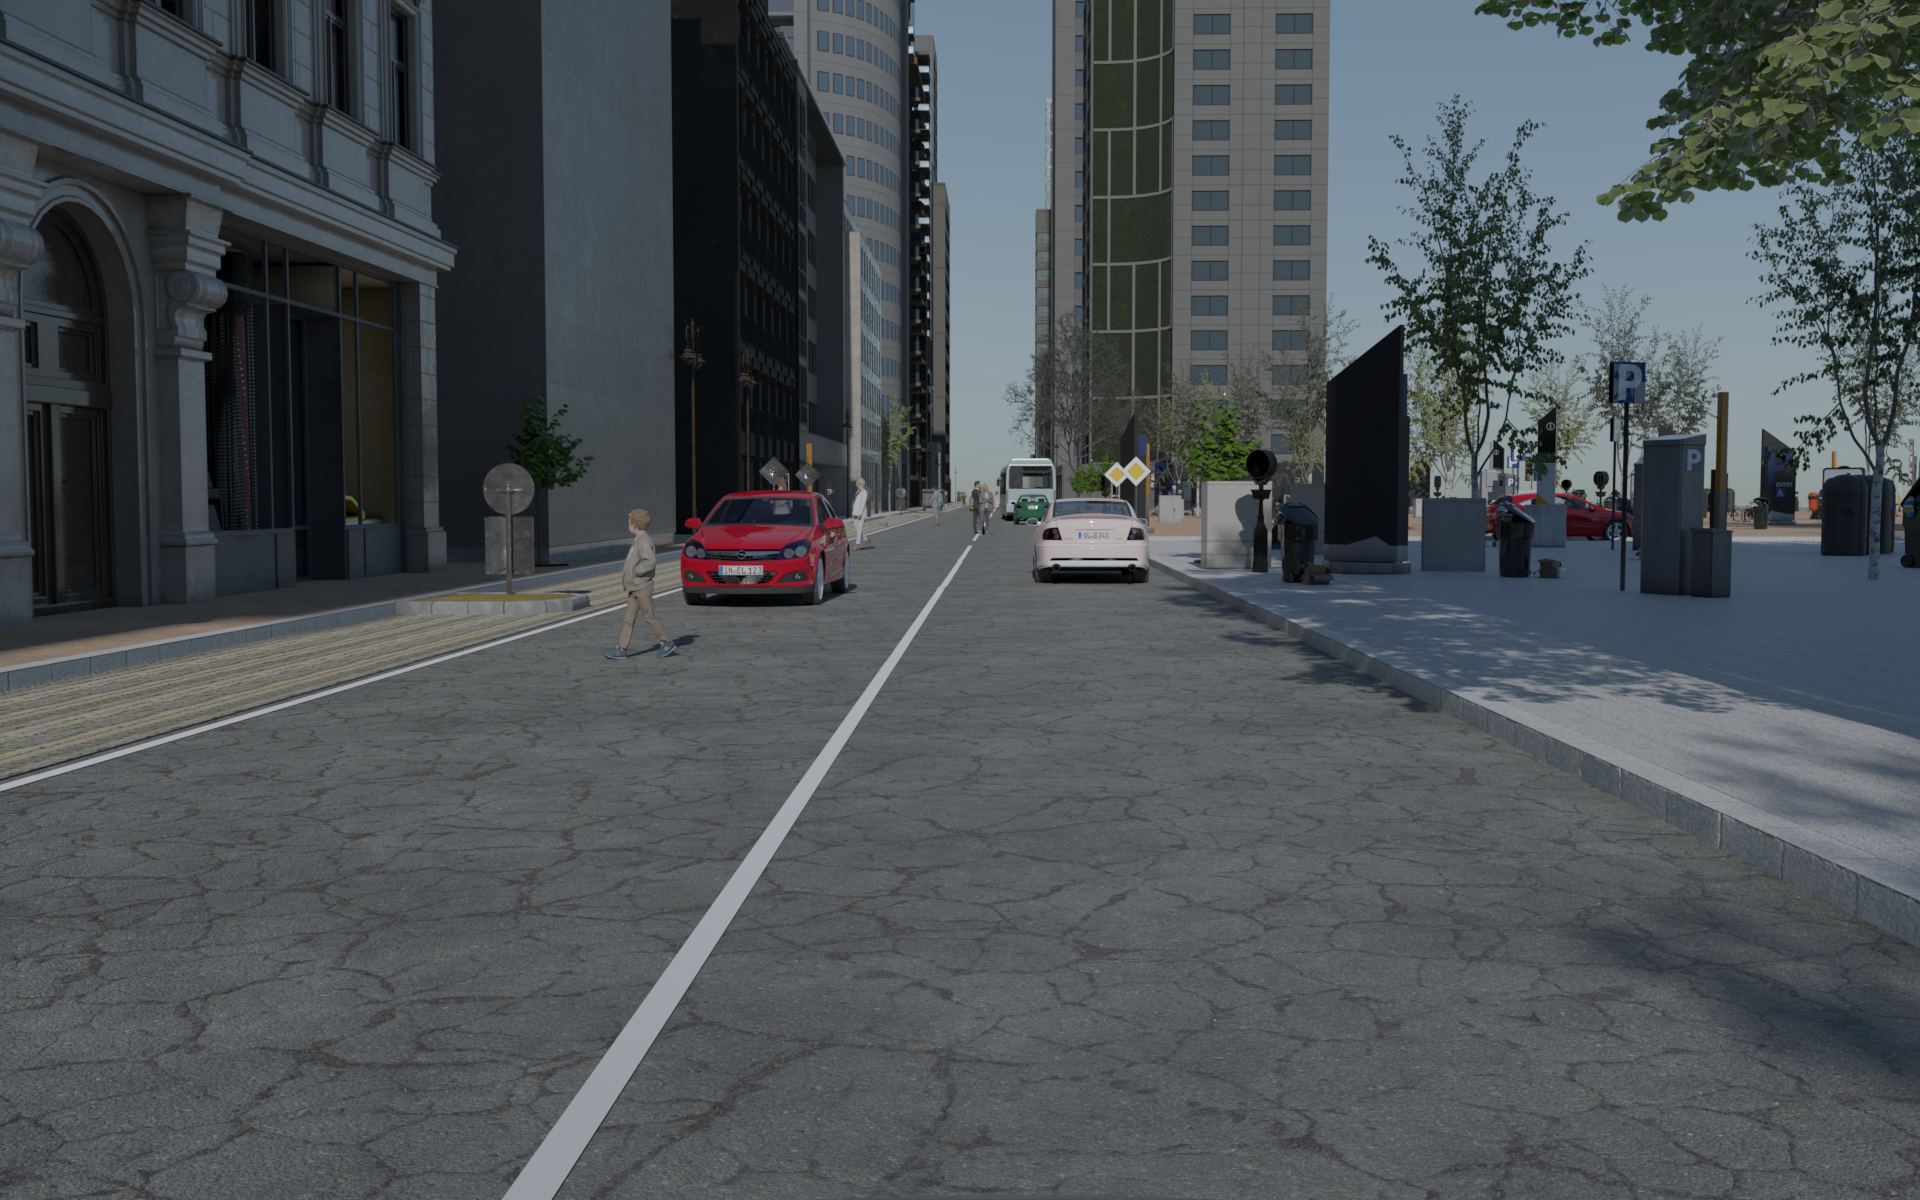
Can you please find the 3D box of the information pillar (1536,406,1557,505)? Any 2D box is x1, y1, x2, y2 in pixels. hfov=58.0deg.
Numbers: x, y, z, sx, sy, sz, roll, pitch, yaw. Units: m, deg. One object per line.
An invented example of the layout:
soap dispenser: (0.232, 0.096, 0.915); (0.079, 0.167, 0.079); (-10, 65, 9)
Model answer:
information pillar: (15.569, -3.339, 45.943); (0.504, 3.616, 0.183); (2, 4, 27)

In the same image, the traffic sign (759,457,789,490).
traffic sign: (-4.995, -2.622, 46.516); (0.795, 2.450, 0.064); (0, 4, 1)

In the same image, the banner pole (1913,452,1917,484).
banner pole: (55.596, -6.786, 100.961); (0.401, 3.779, 0.863); (1, 4, 11)

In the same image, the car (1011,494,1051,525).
car: (3.471, -4.323, 82.471); (2.131, 1.459, 4.920); (0, 4, 2)

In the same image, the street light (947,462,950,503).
street light: (-1.669, -17.049, 251.537); (0.468, 5.910, 1.993); (0, 4, 1)

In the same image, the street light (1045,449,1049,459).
street light: (8.439, -11.984, 168.730); (0.468, 5.910, 1.993); (0, 4, 1)

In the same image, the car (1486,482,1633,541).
car: (17.522, -2.533, 50.452); (4.494, 1.783, 2.155); (0, 4, 1)

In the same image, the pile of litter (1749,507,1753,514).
pile of litter: (48.580, -5.583, 105.239); (1.719, 0.858, 1.176); (-1, 4, -17)

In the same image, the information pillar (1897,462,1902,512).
information pillar: (67.662, -8.153, 124.657); (0.183, 3.616, 0.504); (3, 5, 44)

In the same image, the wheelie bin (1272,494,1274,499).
wheelie bin: (21.503, -6.896, 120.652); (0.693, 1.594, 0.980); (1, 4, 15)

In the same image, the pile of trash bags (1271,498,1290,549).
pile of trash bags: (7.534, -1.843, 39.888); (3.447, 1.369, 1.912); (0, 4, 3)

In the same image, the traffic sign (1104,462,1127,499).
traffic sign: (4.904, -3.094, 54.226); (0.795, 2.450, 0.064); (0, 4, 1)

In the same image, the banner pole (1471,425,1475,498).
banner pole: (18.623, -4.459, 62.922); (0.401, 3.779, 0.863); (1, 4, 17)

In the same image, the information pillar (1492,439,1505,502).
information pillar: (22.958, -5.050, 73.920); (0.504, 3.616, 0.183); (2, 4, 34)

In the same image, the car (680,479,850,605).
car: (-2.600, -0.899, 23.741); (2.155, 1.783, 4.494); (0, 4, 3)

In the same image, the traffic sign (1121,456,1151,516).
traffic sign: (4.695, -2.606, 46.243); (0.795, 2.450, 0.064); (0, 4, 1)

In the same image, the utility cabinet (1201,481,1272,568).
utility cabinet: (4.757, -1.293, 29.824); (1.173, 1.500, 0.318); (-1, 4, -12)

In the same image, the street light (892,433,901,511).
street light: (-4.736, -9.700, 131.389); (0.468, 5.910, 1.993); (0, 4, 1)

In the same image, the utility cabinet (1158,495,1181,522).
utility cabinet: (9.644, -4.185, 79.589); (1.020, 1.237, 0.306); (0, 4, -3)

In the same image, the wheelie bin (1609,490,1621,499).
wheelie bin: (46.026, -6.957, 121.651); (0.693, 1.594, 0.980); (3, 5, 45)

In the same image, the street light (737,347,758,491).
street light: (-6.706, -5.016, 54.798); (0.468, 5.910, 1.993); (0, 4, 1)

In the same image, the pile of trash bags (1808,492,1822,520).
pile of trash bags: (43.500, -4.712, 86.785); (3.447, 1.369, 1.912); (-3, 4, -37)

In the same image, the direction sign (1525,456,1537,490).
direction sign: (34.422, -6.868, 104.284); (0.876, 3.537, 0.379); (-1, 4, -9)

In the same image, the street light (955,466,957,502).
street light: (-0.731, -19.293, 288.231); (0.468, 5.910, 1.993); (0, 4, 1)

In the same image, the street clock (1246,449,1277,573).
street clock: (4.905, -1.447, 28.227); (0.471, 2.002, 0.358); (3, 5, 43)

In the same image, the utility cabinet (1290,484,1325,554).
utility cabinet: (7.551, -1.723, 36.849); (0.318, 1.500, 1.173); (-3, 4, -36)

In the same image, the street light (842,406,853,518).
street light: (-5.934, -7.261, 91.497); (0.468, 5.910, 1.993); (0, 4, 1)

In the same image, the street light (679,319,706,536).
street light: (-7.050, -4.467, 45.815); (0.468, 5.910, 1.993); (0, 4, 1)

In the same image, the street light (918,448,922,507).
street light: (-3.856, -11.969, 168.479); (0.468, 5.910, 1.993); (0, 4, 1)

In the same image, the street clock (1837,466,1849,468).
street clock: (22.552, -2.427, 44.253); (0.471, 2.002, 0.358); (1, 4, 15)

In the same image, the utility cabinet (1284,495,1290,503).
utility cabinet: (21.621, -6.225, 112.942); (1.020, 1.237, 0.306); (-2, 4, -26)

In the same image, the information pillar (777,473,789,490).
information pillar: (-6.281, -3.492, 61.581); (0.304, 2.012, 0.304); (3, 5, 45)

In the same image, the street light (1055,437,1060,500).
street light: (7.374, -9.734, 131.930); (0.468, 5.910, 1.993); (0, 4, 1)

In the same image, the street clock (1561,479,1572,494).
street clock: (29.780, -4.924, 85.078); (0.471, 2.002, 0.358); (3, 5, 43)

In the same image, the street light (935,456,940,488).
street light: (-2.670, -14.780, 214.445); (0.468, 5.910, 1.993); (0, 4, 1)

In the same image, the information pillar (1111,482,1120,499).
information pillar: (5.626, -3.554, 62.592); (0.304, 2.012, 0.304); (0, 4, 7)

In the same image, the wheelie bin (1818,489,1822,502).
wheelie bin: (55.731, -6.348, 111.691); (0.693, 1.594, 0.980); (-2, 4, -31)

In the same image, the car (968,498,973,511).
car: (1.655, -8.223, 144.673); (2.015, 1.641, 3.980); (0, 4, 0)

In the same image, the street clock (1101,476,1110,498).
street clock: (5.707, -3.878, 67.978); (0.358, 2.002, 0.471); (-1, 4, -18)

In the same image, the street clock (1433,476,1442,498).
street clock: (18.806, -3.894, 68.234); (0.358, 2.002, 0.471); (1, 4, 22)

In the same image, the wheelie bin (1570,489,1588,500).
wheelie bin: (42.625, -6.792, 118.951); (0.980, 1.594, 0.693); (0, 4, -2)

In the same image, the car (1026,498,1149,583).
car: (2.171, -1.039, 29.344); (2.083, 1.381, 4.827); (0, 4, 2)

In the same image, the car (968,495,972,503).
car: (2.079, -12.668, 219.122); (2.014, 1.417, 4.499); (0, 4, 2)

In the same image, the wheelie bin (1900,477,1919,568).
wheelie bin: (16.833, -1.355, 30.059); (0.980, 1.594, 0.693); (-2, 4, -29)

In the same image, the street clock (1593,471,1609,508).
street clock: (20.116, -3.047, 54.387); (0.358, 2.002, 0.471); (-1, 4, -20)

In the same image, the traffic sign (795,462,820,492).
traffic sign: (-4.786, -3.110, 54.499); (0.795, 2.450, 0.064); (0, 4, 1)

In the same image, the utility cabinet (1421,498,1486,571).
utility cabinet: (8.228, -1.085, 28.895); (1.020, 1.237, 0.306); (1, 4, 12)
